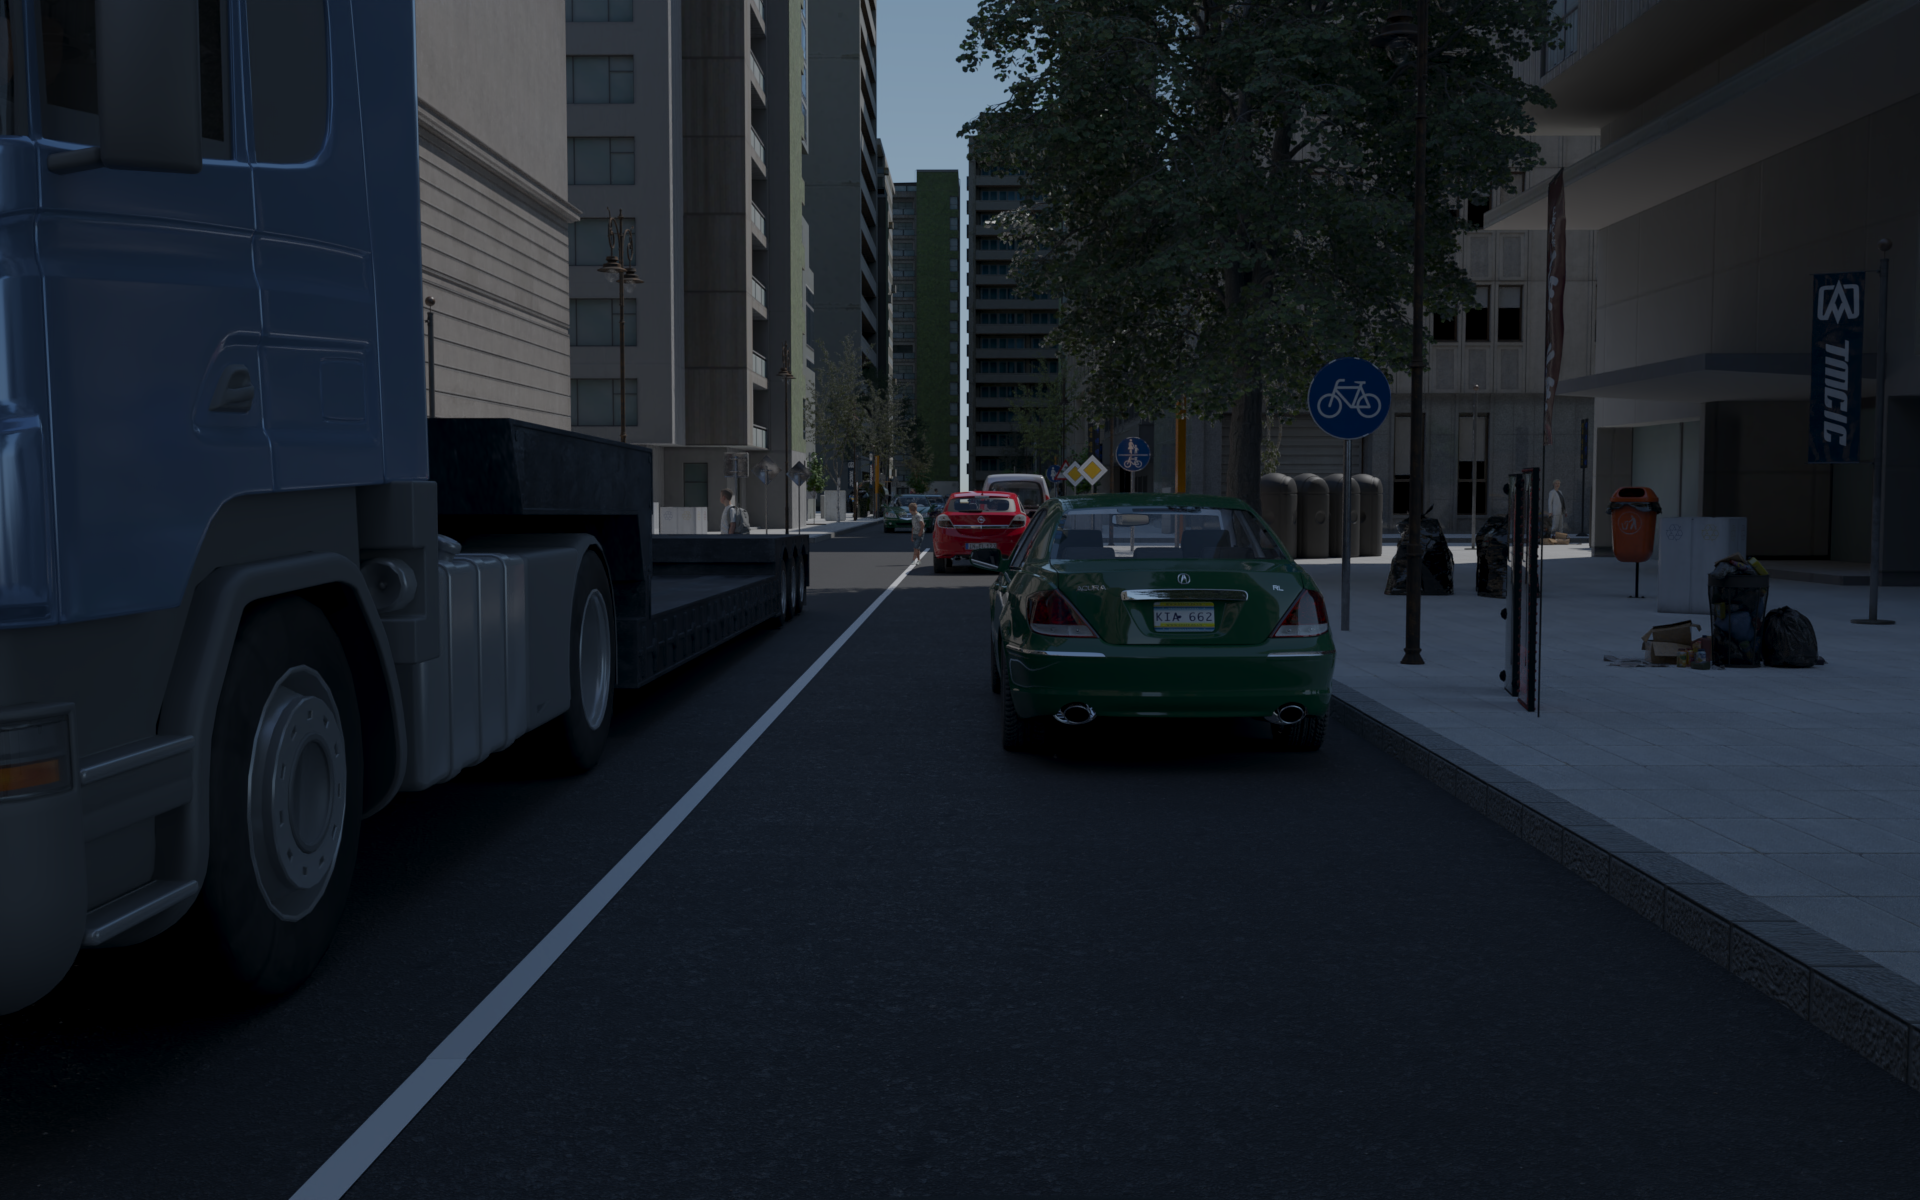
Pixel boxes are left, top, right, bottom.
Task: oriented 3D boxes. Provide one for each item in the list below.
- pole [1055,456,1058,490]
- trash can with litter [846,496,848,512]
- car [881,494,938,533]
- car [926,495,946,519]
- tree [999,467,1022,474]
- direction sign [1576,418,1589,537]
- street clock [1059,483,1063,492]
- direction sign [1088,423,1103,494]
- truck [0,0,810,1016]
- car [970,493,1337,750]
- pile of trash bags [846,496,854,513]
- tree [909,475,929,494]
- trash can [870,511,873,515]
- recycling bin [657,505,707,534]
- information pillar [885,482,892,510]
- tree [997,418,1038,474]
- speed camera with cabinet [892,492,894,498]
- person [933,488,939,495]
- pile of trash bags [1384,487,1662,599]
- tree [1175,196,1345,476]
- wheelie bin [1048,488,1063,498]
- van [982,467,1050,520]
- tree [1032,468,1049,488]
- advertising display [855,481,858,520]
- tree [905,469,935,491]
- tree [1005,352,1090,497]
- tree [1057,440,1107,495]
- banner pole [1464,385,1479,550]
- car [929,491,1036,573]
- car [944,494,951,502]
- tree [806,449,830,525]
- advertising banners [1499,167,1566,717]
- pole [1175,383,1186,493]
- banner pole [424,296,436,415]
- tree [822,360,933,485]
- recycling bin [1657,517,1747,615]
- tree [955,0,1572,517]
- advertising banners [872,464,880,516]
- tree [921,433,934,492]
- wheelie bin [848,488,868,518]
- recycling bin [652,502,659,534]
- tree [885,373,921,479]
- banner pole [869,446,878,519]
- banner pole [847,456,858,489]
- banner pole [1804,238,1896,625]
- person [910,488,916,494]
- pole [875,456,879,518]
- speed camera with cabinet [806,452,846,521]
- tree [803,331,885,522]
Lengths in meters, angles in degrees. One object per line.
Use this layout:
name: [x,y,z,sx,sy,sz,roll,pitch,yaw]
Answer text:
pole: [5.081,-5.962,91.320,0.158,3.312,0.155,0,3,0]
trash can with litter: [-8.011,-6.365,115.452,1.055,1.170,0.624,2,4,33]
car: [-1.883,-3.279,65.418,2.131,1.459,4.920,0,4,1]
car: [-1.519,-4.783,90.202,2.014,1.417,4.499,0,4,2]
tree: [5.908,-13.489,204.266,4.285,4.588,4.351,0,3,0]
direction sign: [18.840,-3.690,52.325,0.379,3.537,0.876,1,4,8]
street clock: [6.423,-6.405,109.291,0.358,2.002,0.471,-2,4,-25]
direction sign: [4.278,-3.874,55.330,0.379,3.537,0.876,-1,4,-18]
truck: [-3.071,-1.355,11.910,2.967,4.110,18.799,0,3,0]
car: [1.131,0.042,11.116,2.131,1.459,4.920,0,4,0]
pile of trash bags: [-6.536,-6.620,117.995,1.912,1.369,3.447,-3,5,-43]
tree: [-4.098,-10.942,173.504,1.663,3.219,1.824,0,3,0]
trash can: [-5.676,-5.929,108.590,0.748,1.137,0.748,0,3,0]
recycling bin: [-5.305,-1.269,33.300,0.722,1.027,0.722,1,4,10]
information pillar: [-4.212,-5.944,101.672,0.304,2.012,0.304,-2,4,-29]
tree: [5.388,-13.022,163.268,4.360,8.622,3.978,0,3,0]
speed camera with cabinet: [-5.859,-8.136,127.352,2.038,3.252,0.660,0,4,1]
person: [-1.397,-6.023,107.319,0.599,1.781,0.374,1,4,18]
pile of trash bags: [7.061,-0.746,21.944,3.447,1.369,1.912,2,4,33]
tree: [7.029,-5.506,40.390,4.360,8.622,3.978,0,3,0]
wheelie bin: [5.159,-5.225,93.342,0.693,1.594,0.980,-3,4,-38]
van: [1.182,-1.874,37.656,2.013,2.044,4.112,0,4,1]
tree: [5.745,-8.221,129.021,1.663,3.219,1.824,0,3,0]
advertising display: [-5.125,-4.913,85.546,0.123,1.923,0.974,0,4,1]
tree: [-4.579,-13.219,199.837,4.285,4.588,4.351,0,3,0]
tree: [4.616,-8.366,87.151,4.737,8.622,4.395,0,3,0]
tree: [4.569,-4.148,62.419,1.663,3.219,1.824,0,3,0]
banner pole: [11.899,-3.064,40.106,0.401,3.779,0.863,1,4,12]
car: [0.461,-1.458,32.876,2.155,1.783,4.494,0,4,2]
car: [-0.923,-10.384,181.775,2.014,1.417,4.499,0,3,0]
tree: [-5.992,-4.739,72.091,1.663,3.219,1.824,0,3,0]
advertising banners: [3.417,-0.867,10.364,0.090,3.025,2.074,1,4,11]
pole: [3.998,-2.297,31.391,0.158,3.312,0.155,0,3,0]
banner pole: [-6.825,-1.946,21.828,0.401,3.779,0.863,2,4,31]
tree: [-5.301,-11.353,120.036,7.601,10.594,8.767,2,4,28]
recycling bin: [8.034,-0.379,18.751,0.722,1.027,0.722,3,5,40]
tree: [4.110,-7.246,25.134,9.857,13.997,8.962,0,3,0]
advertising banners: [-4.973,-6.455,101.729,0.090,3.025,2.074,1,4,12]
tree: [-4.530,-14.374,185.375,4.360,8.622,3.978,0,3,0]
wheelie bin: [-5.355,-5.228,93.389,0.980,1.594,0.693,-3,4,-38]
recycling bin: [-9.477,-2.415,52.045,0.722,1.027,0.722,0,4,2]
tree: [-4.705,-9.503,105.741,4.360,8.622,3.978,0,3,0]
banner pole: [-4.537,-6.076,89.357,0.401,3.779,0.863,1,4,17]
banner pole: [-6.942,-7.535,113.206,0.863,3.779,0.401,0,4,7]
banner pole: [8.854,-1.661,17.177,0.863,3.779,0.401,2,4,33]
person: [-3.011,-6.277,111.102,0.573,1.828,0.580,-3,5,-44]
pole: [-4.421,-6.032,92.471,0.158,3.312,0.155,0,3,0]
speed camera with cabinet: [-6.489,-5.398,82.597,2.038,3.252,0.660,-1,4,-10]
tree: [-5.551,-7.832,78.413,4.360,8.622,3.978,0,3,0]
